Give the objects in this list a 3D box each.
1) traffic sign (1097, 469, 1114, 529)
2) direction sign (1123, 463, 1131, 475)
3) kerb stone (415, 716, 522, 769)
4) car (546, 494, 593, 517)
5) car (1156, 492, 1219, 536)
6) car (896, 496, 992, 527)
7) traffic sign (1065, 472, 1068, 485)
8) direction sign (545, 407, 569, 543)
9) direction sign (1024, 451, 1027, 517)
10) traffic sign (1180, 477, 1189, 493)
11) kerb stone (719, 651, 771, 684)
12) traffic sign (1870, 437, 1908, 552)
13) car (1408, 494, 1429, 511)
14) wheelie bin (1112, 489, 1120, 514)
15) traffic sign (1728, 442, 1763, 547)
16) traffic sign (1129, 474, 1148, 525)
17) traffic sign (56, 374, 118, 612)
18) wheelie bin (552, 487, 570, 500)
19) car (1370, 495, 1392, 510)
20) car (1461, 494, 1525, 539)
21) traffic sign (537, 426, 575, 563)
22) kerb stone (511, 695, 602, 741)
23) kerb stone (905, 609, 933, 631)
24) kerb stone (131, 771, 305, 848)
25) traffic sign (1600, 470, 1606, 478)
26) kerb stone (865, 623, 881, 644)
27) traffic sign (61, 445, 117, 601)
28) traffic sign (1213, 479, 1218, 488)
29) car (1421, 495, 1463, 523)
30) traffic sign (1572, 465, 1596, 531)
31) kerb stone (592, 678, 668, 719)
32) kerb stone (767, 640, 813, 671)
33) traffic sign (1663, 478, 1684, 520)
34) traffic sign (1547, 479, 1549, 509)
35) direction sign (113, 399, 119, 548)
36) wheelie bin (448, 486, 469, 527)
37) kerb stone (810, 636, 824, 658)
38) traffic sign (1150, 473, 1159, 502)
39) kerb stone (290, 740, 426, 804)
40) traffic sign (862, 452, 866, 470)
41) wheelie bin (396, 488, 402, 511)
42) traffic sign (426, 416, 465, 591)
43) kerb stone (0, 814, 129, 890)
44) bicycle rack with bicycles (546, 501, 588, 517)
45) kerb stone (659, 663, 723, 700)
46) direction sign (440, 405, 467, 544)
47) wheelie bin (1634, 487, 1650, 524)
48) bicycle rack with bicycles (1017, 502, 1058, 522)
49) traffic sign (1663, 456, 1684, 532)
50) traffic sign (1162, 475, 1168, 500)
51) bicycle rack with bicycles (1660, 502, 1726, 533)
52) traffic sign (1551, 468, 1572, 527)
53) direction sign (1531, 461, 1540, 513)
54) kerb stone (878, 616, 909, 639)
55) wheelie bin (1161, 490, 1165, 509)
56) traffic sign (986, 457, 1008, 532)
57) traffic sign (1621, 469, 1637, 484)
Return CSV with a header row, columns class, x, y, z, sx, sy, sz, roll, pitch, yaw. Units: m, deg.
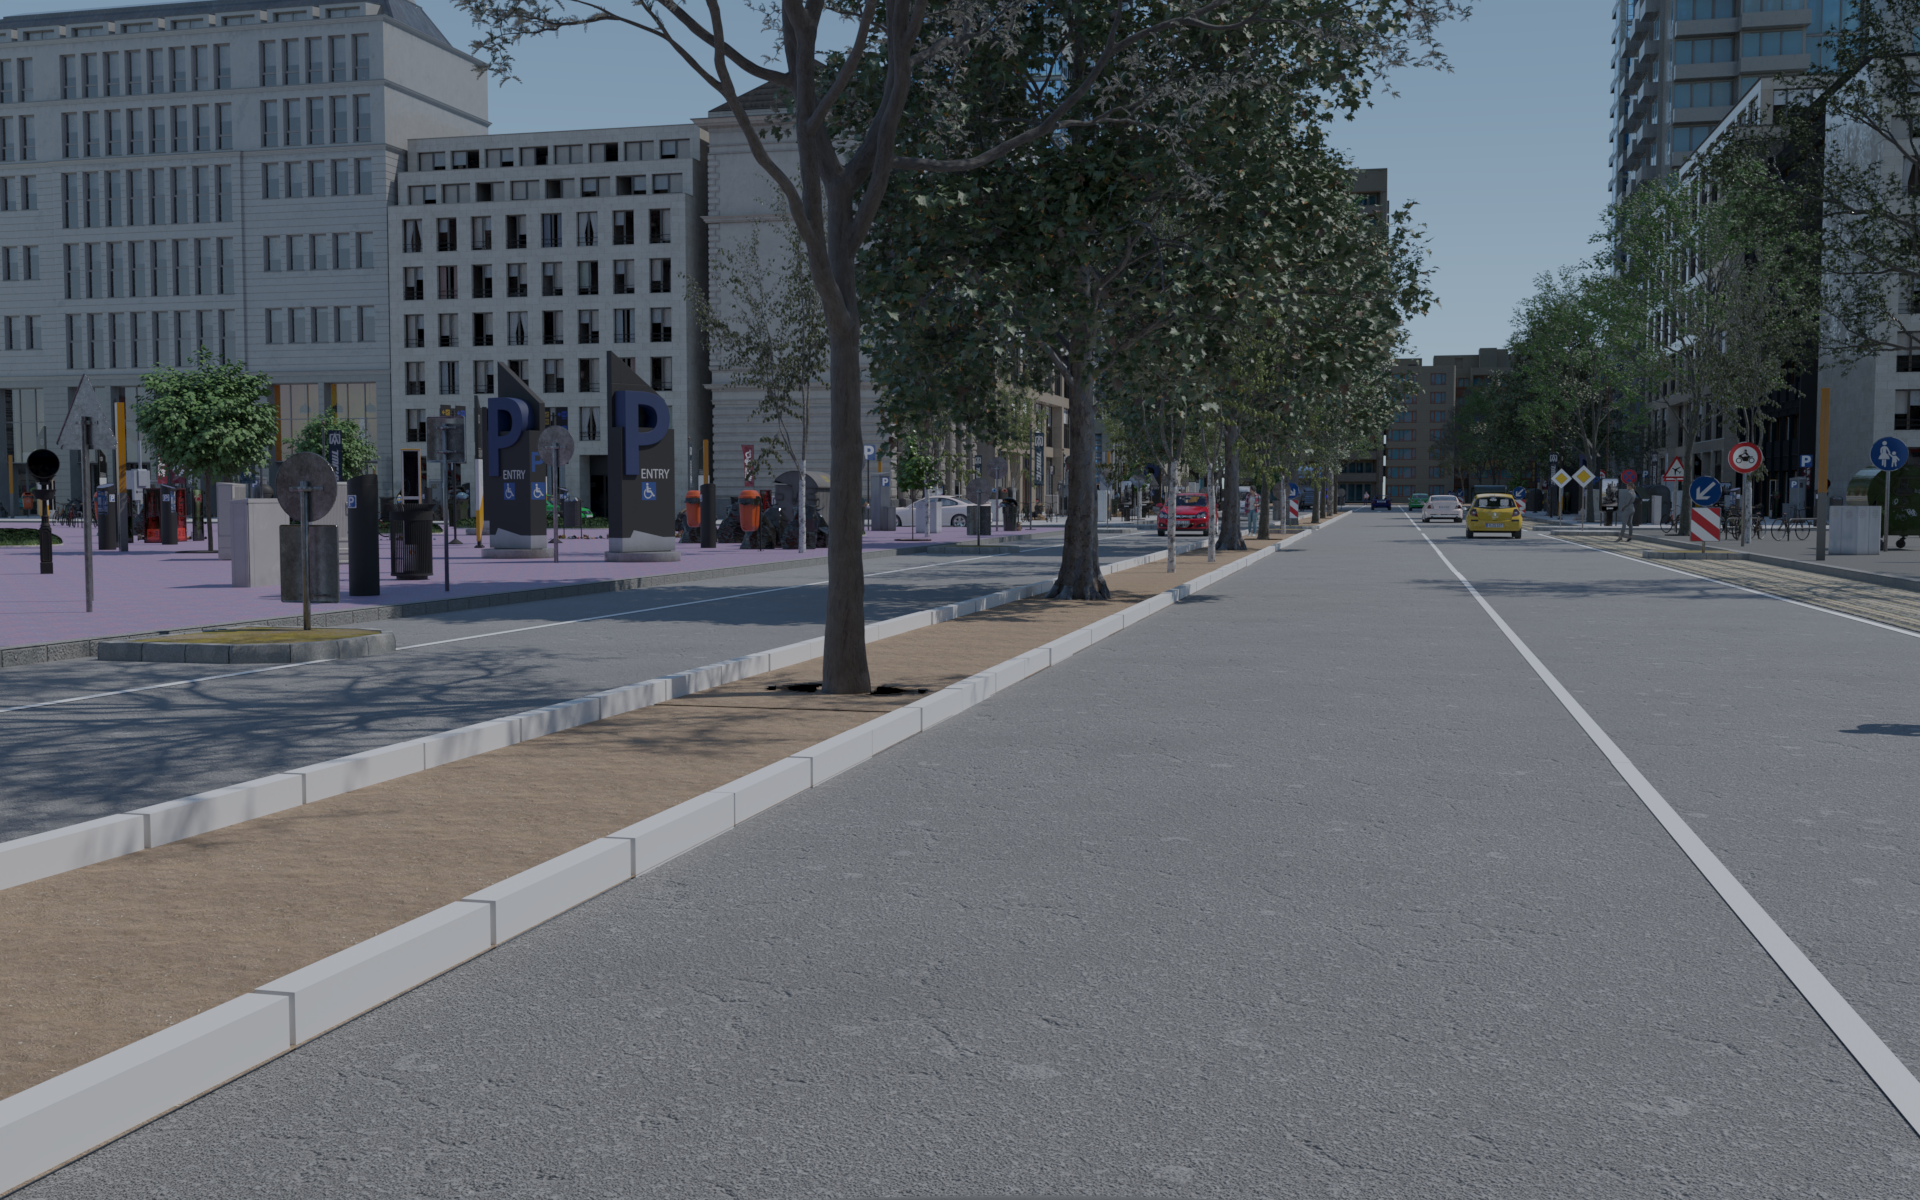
class,x,y,z,sx,sy,sz,roll,pitch,yaw
traffic sign,5.467,-3.698,64.104,0.795,2.450,0.064,1,4,14
direction sign,12.081,-8.107,124.541,0.876,3.537,0.379,2,4,35
kerb stone,-2.701,0.783,9.449,0.120,0.150,1.000,1,4,14
car,-18.112,-4.019,74.503,4.718,1.807,1.959,1,4,13
car,7.919,-3.120,60.046,2.155,1.783,4.494,1,4,14
car,-1.080,-3.539,70.223,4.827,1.381,2.083,1,4,14
traffic sign,5.103,-4.715,79.223,0.606,2.300,0.079,1,4,20
direction sign,-10.573,-3.250,45.133,0.876,3.537,0.379,1,4,21
direction sign,3.485,-6.093,91.612,0.379,3.537,0.876,0,4,-4
traffic sign,16.334,-7.678,125.647,0.768,2.556,0.104,1,4,22
kerb stone,-1.716,0.536,13.435,0.120,0.150,1.000,1,4,14
traffic sign,20.621,-2.349,38.512,0.768,2.556,0.104,1,4,20
car,38.894,-8.424,146.525,1.959,1.807,4.718,1,4,13
wheelie bin,9.704,-6.272,110.461,0.693,1.594,0.980,0,4,6
traffic sign,19.145,-2.580,42.287,0.768,2.556,0.104,1,4,20
traffic sign,7.386,-4.172,71.856,0.795,2.450,0.064,1,4,14
traffic sign,-9.452,-1.145,18.727,0.884,2.594,0.081,1,4,22
wheelie bin,-18.454,-4.420,80.182,0.693,1.594,0.980,3,4,36
car,37.460,-8.654,154.070,1.945,1.354,3.894,1,4,13
car,17.519,-2.855,56.906,2.015,1.641,3.980,1,4,15
traffic sign,-7.534,-1.965,32.240,0.768,2.556,0.104,1,4,15
kerb stone,-2.455,0.724,10.451,0.120,0.150,1.000,1,4,14
kerb stone,-0.494,0.232,18.407,0.120,0.150,1.000,1,4,14
kerb stone,-3.190,0.903,7.457,0.120,0.150,1.000,1,4,14
traffic sign,33.174,-5.492,89.903,0.768,2.556,0.104,1,4,22
kerb stone,-0.973,0.354,16.420,0.120,0.150,1.000,1,4,14
traffic sign,-10.431,-1.267,20.711,0.884,2.594,0.081,1,4,22
traffic sign,18.934,-7.856,129.628,0.795,2.450,0.064,1,4,14
car,24.449,-4.615,87.824,2.083,1.381,4.827,1,4,13
traffic sign,21.620,-3.453,60.099,0.795,2.450,0.064,1,4,14
kerb stone,-2.206,0.658,11.444,0.120,0.150,1.000,1,4,14
kerb stone,-1.463,0.476,14.426,0.120,0.150,1.000,1,4,14
traffic sign,29.635,-4.395,71.864,0.884,2.594,0.081,2,4,24
traffic sign,40.232,-7.246,118.570,0.768,2.556,0.104,1,4,20
direction sign,-20.205,-3.027,41.493,0.379,3.537,0.876,-2,4,-28
wheelie bin,-19.729,-3.679,68.068,0.980,1.594,0.693,1,4,20
kerb stone,-1.223,0.414,15.422,0.120,0.150,1.000,1,4,14
traffic sign,11.976,-6.620,108.244,0.884,2.594,0.081,1,4,17
kerb stone,-2.943,0.840,8.456,0.120,0.150,1.000,1,4,14
traffic sign,-2.856,-2.793,45.773,0.768,2.556,0.104,1,4,21
wheelie bin,-25.613,-4.418,80.150,0.693,1.594,0.980,1,4,15
traffic sign,-6.772,-1.265,22.809,0.606,2.300,0.079,1,4,21
kerb stone,-3.446,0.965,6.465,0.120,0.150,1.000,1,4,14
bicycle rack with bicycles,-20.110,-4.534,87.521,2.852,0.926,2.925,0,4,5
kerb stone,-1.961,0.597,12.437,0.120,0.150,1.000,1,4,14
direction sign,-12.914,-3.194,44.227,0.379,3.537,0.876,2,4,27
wheelie bin,29.216,-4.079,74.606,0.980,1.594,0.693,-3,4,-36
bicycle rack with bicycles,3.398,-4.008,78.905,2.852,0.926,2.925,0,4,4
traffic sign,24.261,-3.589,58.685,0.884,2.594,0.081,1,4,23
traffic sign,13.776,-7.069,115.685,0.768,2.556,0.104,1,4,19
bicycle rack with bicycles,24.557,-2.620,56.213,2.852,0.926,2.925,-1,4,-9
traffic sign,23.539,-3.927,67.851,0.795,2.450,0.064,1,4,14
direction sign,39.230,-7.709,118.036,0.379,3.537,0.876,-1,4,-19
kerb stone,-0.731,0.293,17.412,0.120,0.150,1.000,1,4,14
wheelie bin,16.006,-7.901,137.089,0.693,1.594,0.980,-2,4,-25
traffic sign,1.266,-3.620,59.298,0.768,2.556,0.104,1,4,15
traffic sign,34.390,-5.442,89.091,0.768,2.556,0.104,1,4,19
